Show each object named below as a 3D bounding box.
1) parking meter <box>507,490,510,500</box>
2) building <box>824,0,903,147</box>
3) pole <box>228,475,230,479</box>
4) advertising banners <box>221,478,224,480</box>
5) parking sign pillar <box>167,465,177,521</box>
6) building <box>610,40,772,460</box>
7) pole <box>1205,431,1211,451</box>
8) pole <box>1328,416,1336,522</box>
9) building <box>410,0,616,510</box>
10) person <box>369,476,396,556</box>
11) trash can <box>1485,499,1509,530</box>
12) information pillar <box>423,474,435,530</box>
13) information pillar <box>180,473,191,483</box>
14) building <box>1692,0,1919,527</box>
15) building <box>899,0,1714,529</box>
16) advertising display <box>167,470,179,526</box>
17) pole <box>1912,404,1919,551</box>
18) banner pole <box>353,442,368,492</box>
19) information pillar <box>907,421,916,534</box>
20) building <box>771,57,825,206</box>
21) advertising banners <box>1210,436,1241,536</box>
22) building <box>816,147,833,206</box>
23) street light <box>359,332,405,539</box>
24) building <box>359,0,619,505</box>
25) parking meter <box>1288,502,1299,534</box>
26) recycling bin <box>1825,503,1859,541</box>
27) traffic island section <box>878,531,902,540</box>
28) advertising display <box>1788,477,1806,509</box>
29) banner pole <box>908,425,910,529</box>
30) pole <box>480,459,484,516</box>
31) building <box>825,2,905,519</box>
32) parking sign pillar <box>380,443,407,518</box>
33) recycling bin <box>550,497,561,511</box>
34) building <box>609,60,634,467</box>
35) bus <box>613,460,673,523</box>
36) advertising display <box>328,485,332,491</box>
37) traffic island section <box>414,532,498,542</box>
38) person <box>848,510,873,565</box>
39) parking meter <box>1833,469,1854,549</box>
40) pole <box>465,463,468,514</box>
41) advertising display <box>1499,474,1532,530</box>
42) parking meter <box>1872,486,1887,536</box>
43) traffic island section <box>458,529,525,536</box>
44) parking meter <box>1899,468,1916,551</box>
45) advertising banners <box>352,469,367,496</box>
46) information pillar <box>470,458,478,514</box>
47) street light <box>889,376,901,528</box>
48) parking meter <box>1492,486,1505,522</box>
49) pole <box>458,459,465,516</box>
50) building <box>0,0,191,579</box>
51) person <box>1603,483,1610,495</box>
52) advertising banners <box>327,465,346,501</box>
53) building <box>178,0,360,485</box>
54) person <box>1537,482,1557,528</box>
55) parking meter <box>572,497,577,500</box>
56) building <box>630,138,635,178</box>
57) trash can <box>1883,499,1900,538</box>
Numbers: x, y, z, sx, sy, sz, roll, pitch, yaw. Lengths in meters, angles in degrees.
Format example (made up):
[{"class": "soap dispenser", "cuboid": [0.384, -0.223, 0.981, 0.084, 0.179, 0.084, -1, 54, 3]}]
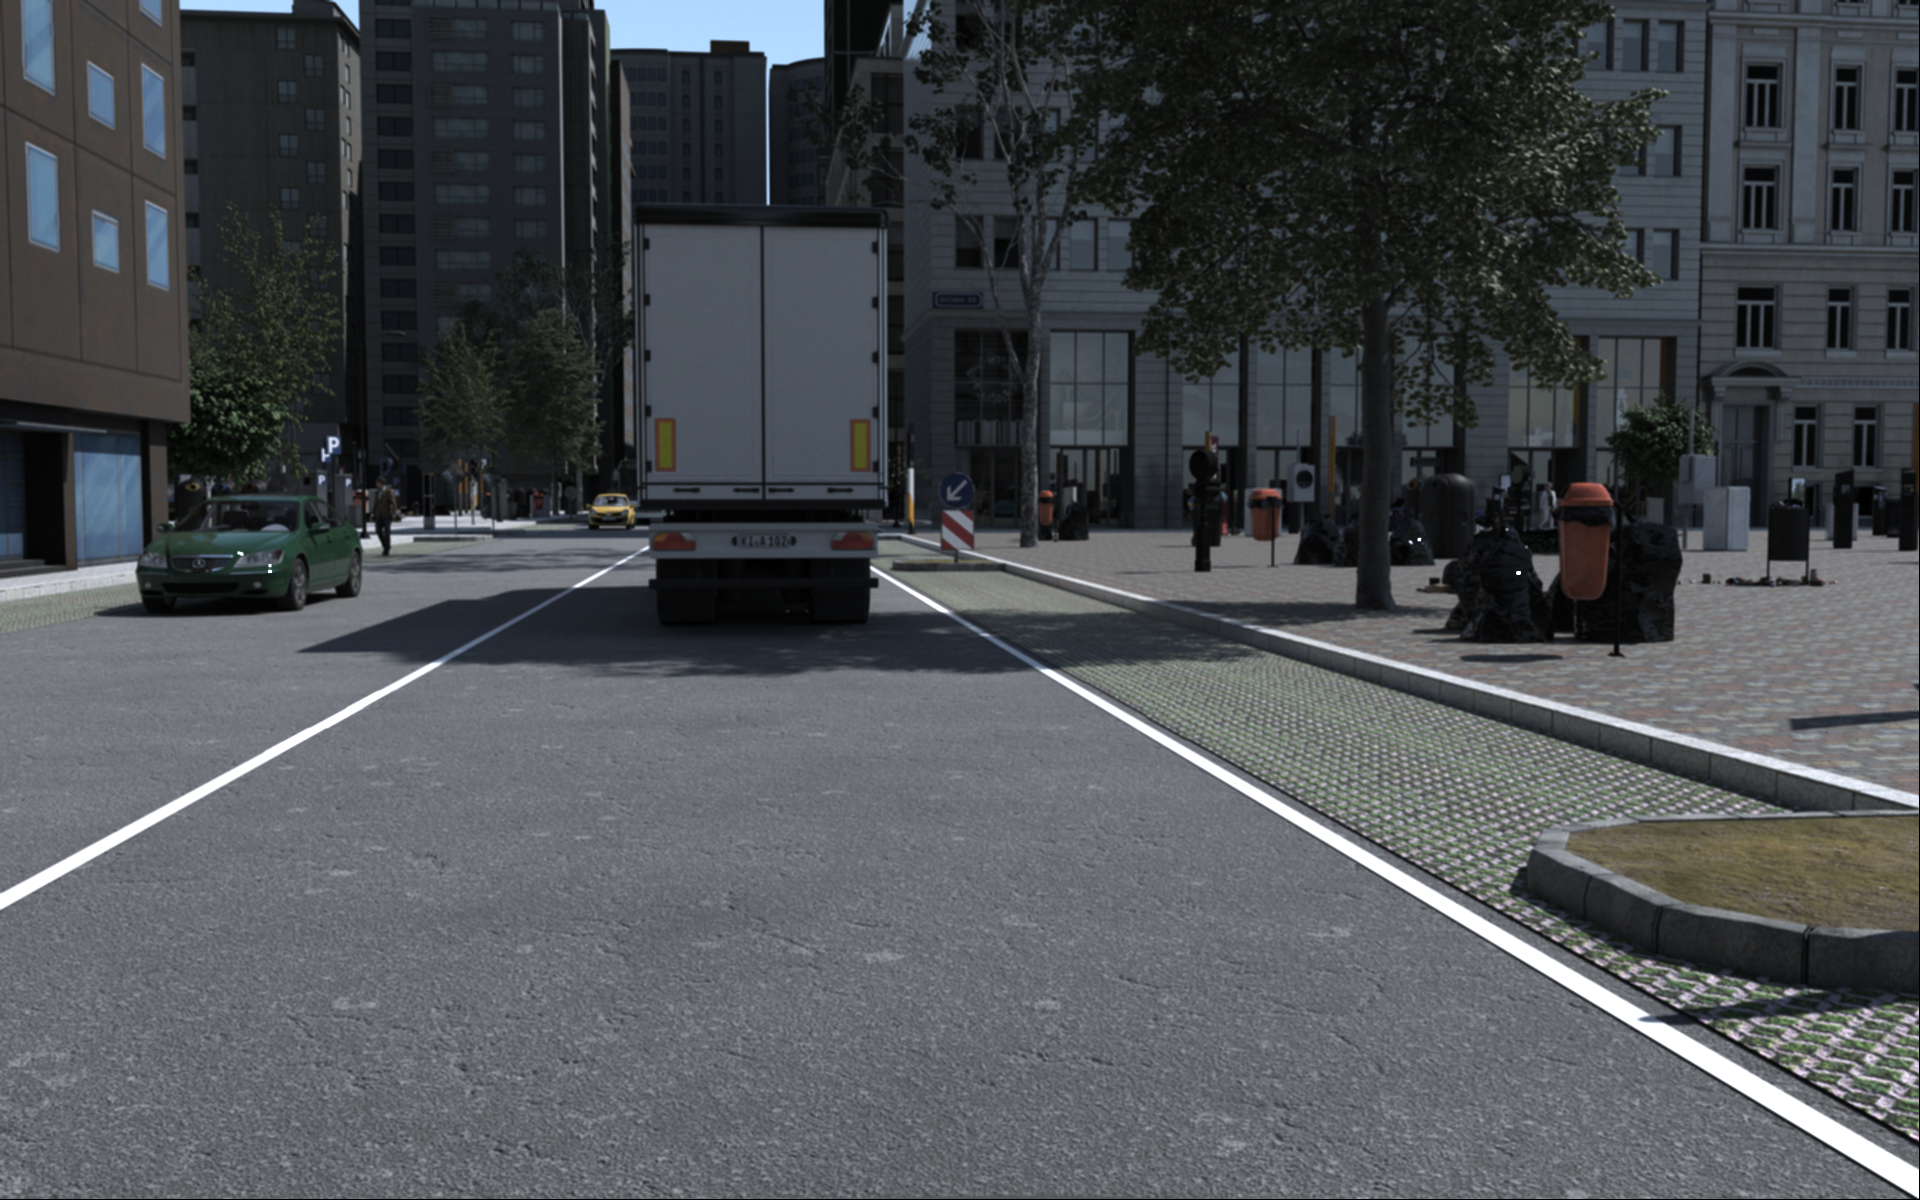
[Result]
[{"class": "parking meter", "cuboid": [-25.510, -5.452, 97.557, 0.372, 1.533, 0.369, 0, 3, 0]}, {"class": "building", "cuboid": [-4.349, -44.402, 164.231, 20.563, 71.187, 20.611, 0, 4, -7]}, {"class": "pole", "cuboid": [-41.298, -6.364, 97.902, 0.158, 3.312, 0.155, 0, 3, 0]}, {"class": "advertising banners", "cuboid": [-55.358, -8.312, 132.094, 2.074, 3.025, 0.090, 0, 4, -8]}, {"class": "parking sign pillar", "cuboid": [-37.849, -5.746, 82.426, 1.447, 3.967, 1.447, -3, 4, -39]}, {"class": "building", "cuboid": [-39.535, -41.941, 227.739, 28.212, 58.520, 21.231, 0, 4, -7]}, {"class": "pole", "cuboid": [8.084, -3.829, 56.450, 0.158, 3.312, 0.155, 0, 3, 0]}, {"class": "pole", "cuboid": [9.762, -3.158, 45.484, 0.158, 3.312, 0.155, 0, 3, 0]}, {"class": "building", "cuboid": [-35.962, -27.985, 141.147, 14.154, 41.232, 14.086, 0, 4, -7]}, {"class": "person", "cuboid": [-13.433, -1.952, 40.323, 0.656, 1.842, 0.836, -1, 4, -8]}, {"class": "trash can", "cuboid": [16.546, -2.553, 53.400, 0.748, 1.137, 0.748, 0, 3, 0]}, {"class": "information pillar", "cuboid": [-19.107, -3.536, 62.310, 0.304, 2.012, 0.304, 0, 4, 7]}, {"class": "information pillar", "cuboid": [-33.107, -5.065, 74.160, 0.504, 3.616, 0.183, -1, 4, -21]}, {"class": "building", "cuboid": [37.496, -17.614, 73.897, 20.117, 28.700, 13.634, 0, 4, -7]}, {"class": "building", "cuboid": [12.919, -17.843, 69.234, 29.804, 29.767, 11.434, 0, 4, -7]}, {"class": "advertising display", "cuboid": [-21.120, -2.478, 45.735, 0.974, 1.923, 0.123, 1, 4, 8]}, {"class": "pole", "cuboid": [21.696, -2.781, 39.305, 0.158, 3.312, 0.155, 0, 3, 0]}, {"class": "banner pole", "cuboid": [-28.766, -5.684, 82.950, 0.863, 3.779, 0.401, 1, 4, 14]}, {"class": "information pillar", "cuboid": [-1.576, -3.918, 55.418, 0.183, 3.616, 0.504, 1, 4, 14]}, {"class": "building", "cuboid": [-11.093, -42.161, 231.330, 28.212, 58.520, 21.231, 0, 4, -7]}, {"class": "advertising banners", "cuboid": [8.161, -3.496, 53.346, 0.090, 3.025, 2.074, 2, 4, 35]}, {"class": "building", "cuboid": [-5.301, -22.997, 147.697, 14.160, 30.474, 14.107, 0, 4, -7]}, {"class": "street light", "cuboid": [-16.598, -4.721, 49.724, 1.470, 5.913, 1.316, 0, 4, -7]}, {"class": "building", "cuboid": [-41.539, -43.960, 156.992, 20.563, 71.187, 20.611, 0, 4, -7]}, {"class": "parking meter", "cuboid": [10.813, -3.083, 56.112, 0.255, 1.863, 0.399, 0, 4, -5]}, {"class": "recycling bin", "cuboid": [24.446, -2.169, 48.024, 0.722, 1.027, 0.722, 1, 4, 19]}, {"class": "traffic island section", "cuboid": [-2.974, -1.989, 54.803, 2.009, 0.180, 2.903, 0, 4, -7]}, {"class": "advertising display", "cuboid": [32.166, -3.754, 66.584, 0.974, 1.923, 0.123, -2, 4, -33]}, {"class": "banner pole", "cuboid": [-1.767, -4.465, 63.018, 0.401, 3.779, 0.863, 1, 4, 9]}, {"class": "pole", "cuboid": [-27.796, -6.531, 100.624, 0.158, 3.312, 0.155, 0, 3, 0]}, {"class": "building", "cuboid": [2.276, -18.417, 105.627, 19.350, 26.468, 34.151, 0, 4, -7]}, {"class": "parking sign pillar", "cuboid": [-30.053, -6.291, 91.329, 1.447, 3.967, 1.447, 3, 5, 42]}, {"class": "recycling bin", "cuboid": [-31.369, -7.422, 133.896, 0.722, 1.027, 0.722, -3, 5, -42]}, {"class": "building", "cuboid": [-40.687, -32.127, 175.392, 14.600, 45.320, 14.200, 0, 4, -7]}, {"class": "bus", "cuboid": [-14.725, -5.451, 83.976, 2.948, 3.499, 13.247, 0, 4, -6]}, {"class": "advertising display", "cuboid": [-45.787, -7.428, 126.667, 0.974, 1.923, 0.123, 2, 4, 25]}, {"class": "traffic island section", "cuboid": [-15.521, -1.895, 53.261, 2.009, 0.180, 2.903, 0, 4, -7]}, {"class": "person", "cuboid": [-2.105, -1.603, 34.810, 0.635, 1.810, 0.391, 2, 4, 28]}, {"class": "parking meter", "cuboid": [20.807, -2.147, 40.816, 0.399, 1.863, 0.255, 1, 4, 11]}, {"class": "pole", "cuboid": [-32.206, -7.283, 112.924, 0.158, 3.312, 0.155, 0, 3, 0]}, {"class": "advertising display", "cuboid": [17.388, -3.000, 54.261, 0.974, 1.923, 0.123, 1, 4, 11]}, {"class": "parking meter", "cuboid": [28.427, -2.759, 53.514, 0.372, 1.533, 0.369, 0, 3, 0]}, {"class": "traffic island section", "cuboid": [-16.502, -2.380, 61.186, 2.009, 0.180, 2.903, 0, 4, -7]}, {"class": "parking meter", "cuboid": [21.386, -2.043, 39.107, 0.255, 1.863, 0.399, 1, 4, 23]}, {"class": "advertising banners", "cuboid": [-44.691, -8.034, 127.544, 2.074, 3.025, 0.090, 0, 4, 1]}, {"class": "information pillar", "cuboid": [-31.329, -7.351, 111.550, 0.183, 3.616, 0.504, 3, 5, 40]}, {"class": "street light", "cuboid": [-2.979, -5.728, 66.187, 1.470, 5.913, 1.316, 0, 4, -7]}, {"class": "parking meter", "cuboid": [16.254, -2.683, 52.276, 0.372, 1.533, 0.369, 0, 3, 0]}, {"class": "pole", "cuboid": [-28.676, -6.451, 99.321, 0.158, 3.312, 0.155, 0, 3, 0]}, {"class": "building", "cuboid": [-21.358, -22.962, 25.541, 14.600, 45.320, 14.200, 0, 4, -7]}, {"class": "person", "cuboid": [22.102, -3.122, 59.726, 0.592, 1.802, 0.473, 1, 4, 21]}, {"class": "advertising banners", "cuboid": [-38.239, -6.664, 105.138, 2.074, 3.025, 0.090, 0, 4, 7]}, {"class": "building", "cuboid": [-78.278, -36.777, 190.537, 27.495, 52.752, 28.713, 0, 4, -7]}, {"class": "person", "cuboid": [20.488, -3.184, 60.431, 0.514, 1.842, 0.818, -2, 4, -25]}, {"class": "parking meter", "cuboid": [-26.406, -6.733, 118.491, 0.372, 1.533, 0.369, 0, 3, 0]}, {"class": "building", "cuboid": [-50.267, -33.198, 197.410, 28.867, 44.769, 22.147, 0, 4, -7]}, {"class": "trash can", "cuboid": [27.615, -2.412, 51.094, 0.748, 1.137, 0.748, 0, 3, 0]}]
